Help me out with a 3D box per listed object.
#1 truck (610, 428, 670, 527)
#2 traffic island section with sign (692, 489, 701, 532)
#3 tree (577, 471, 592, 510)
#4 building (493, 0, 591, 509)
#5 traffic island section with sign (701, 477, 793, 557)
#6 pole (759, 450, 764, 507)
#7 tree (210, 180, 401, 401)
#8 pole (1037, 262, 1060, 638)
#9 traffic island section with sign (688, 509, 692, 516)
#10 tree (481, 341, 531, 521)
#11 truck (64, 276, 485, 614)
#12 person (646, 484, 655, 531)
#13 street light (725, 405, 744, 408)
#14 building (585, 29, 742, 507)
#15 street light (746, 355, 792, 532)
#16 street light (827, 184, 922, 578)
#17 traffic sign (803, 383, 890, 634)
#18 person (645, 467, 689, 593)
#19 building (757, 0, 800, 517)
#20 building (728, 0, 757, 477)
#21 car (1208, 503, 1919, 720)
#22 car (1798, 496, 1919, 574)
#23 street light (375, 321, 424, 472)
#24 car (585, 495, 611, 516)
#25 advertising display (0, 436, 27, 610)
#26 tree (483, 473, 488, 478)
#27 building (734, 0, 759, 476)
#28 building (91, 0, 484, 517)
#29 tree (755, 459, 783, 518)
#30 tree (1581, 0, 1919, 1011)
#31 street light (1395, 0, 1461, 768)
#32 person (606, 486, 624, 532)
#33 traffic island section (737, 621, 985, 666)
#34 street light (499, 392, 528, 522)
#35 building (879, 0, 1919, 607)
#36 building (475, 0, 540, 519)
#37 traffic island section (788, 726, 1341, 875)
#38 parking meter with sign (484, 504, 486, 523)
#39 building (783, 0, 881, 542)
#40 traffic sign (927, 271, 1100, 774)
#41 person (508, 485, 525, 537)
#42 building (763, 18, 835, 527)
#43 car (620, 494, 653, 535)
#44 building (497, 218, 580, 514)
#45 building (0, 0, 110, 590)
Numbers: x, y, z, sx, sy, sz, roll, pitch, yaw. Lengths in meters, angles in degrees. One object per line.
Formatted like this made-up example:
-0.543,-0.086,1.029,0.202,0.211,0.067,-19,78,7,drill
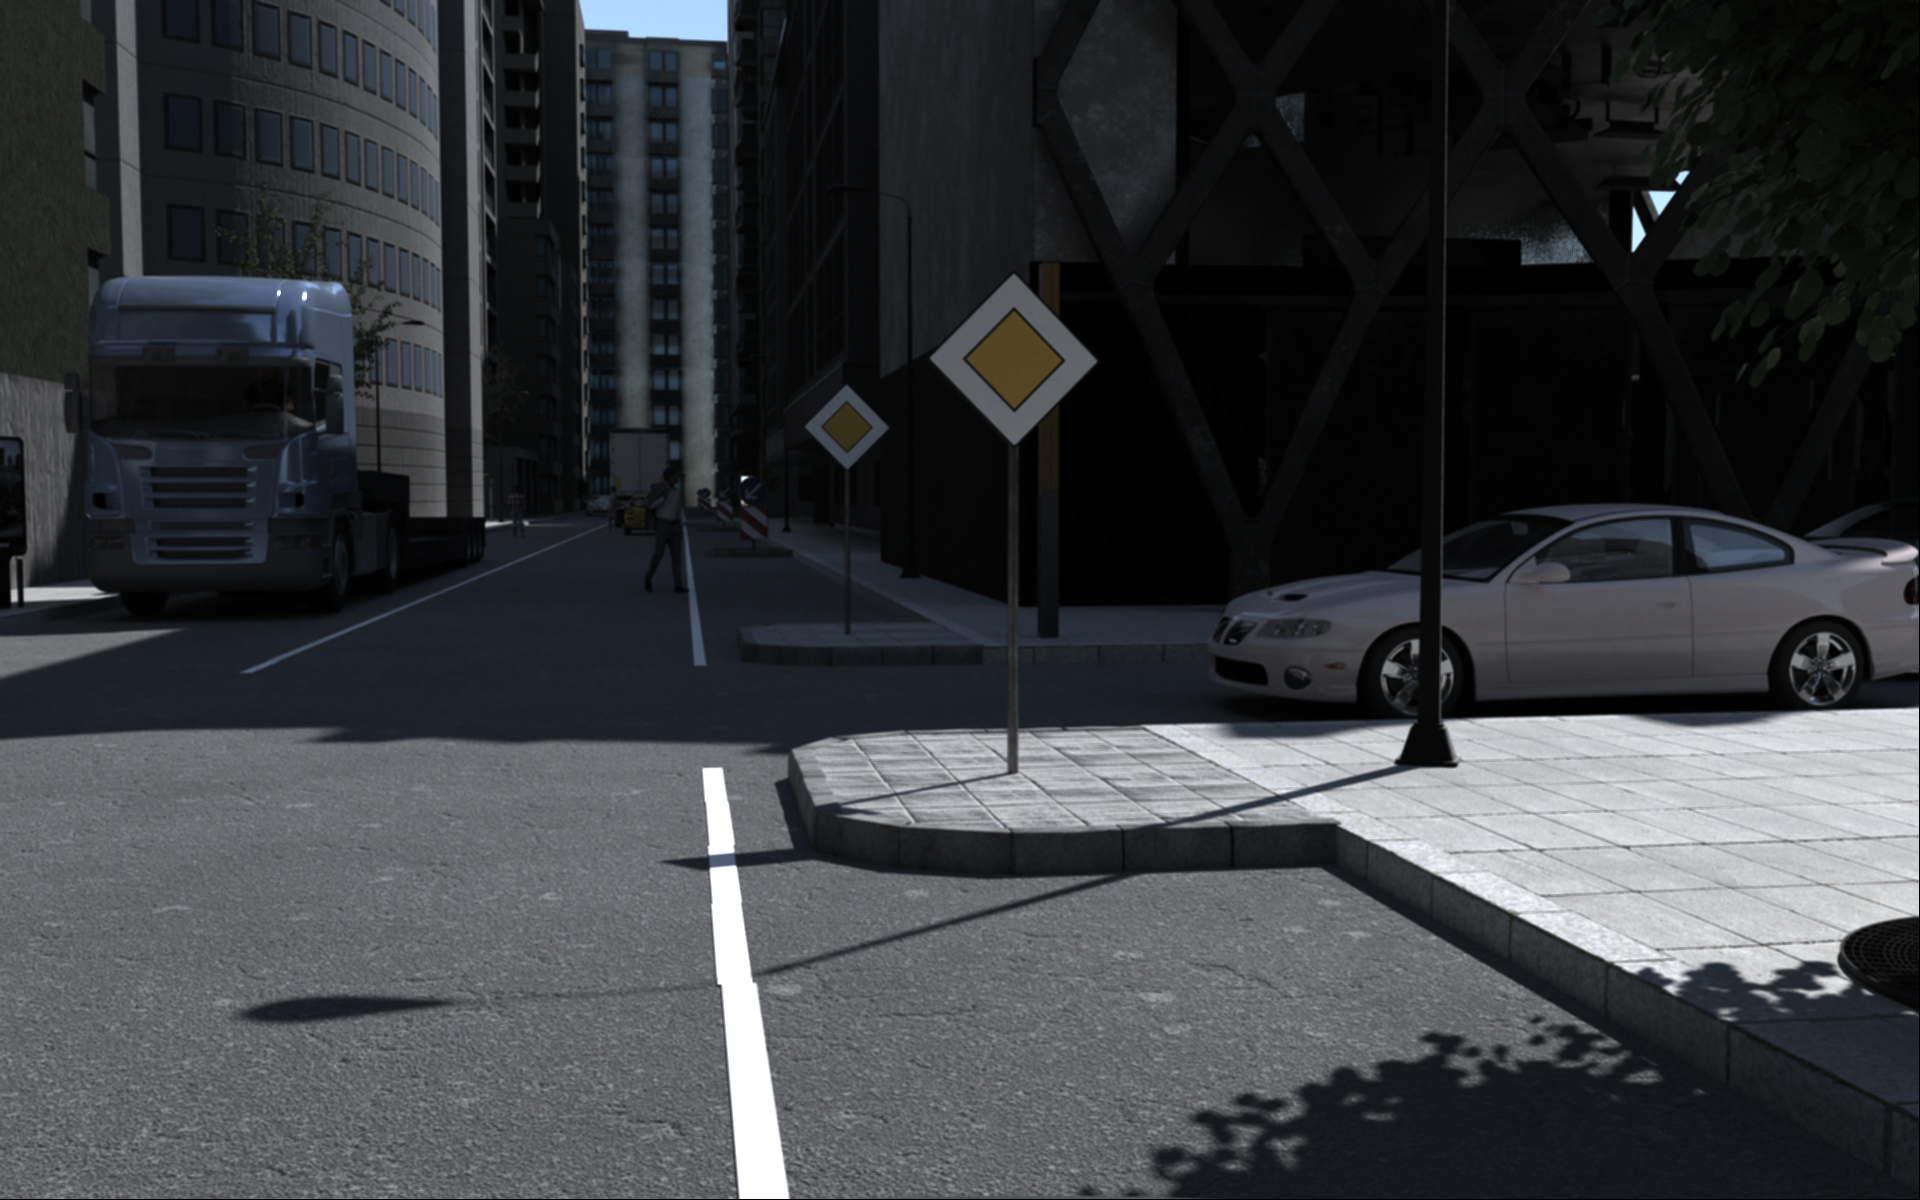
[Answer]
-14.433,-5.497,78.782,2.839,4.237,11.283,-1,4,-9,truck
-9.204,-3.556,66.775,1.989,1.847,2.006,-1,4,-9,traffic island section with sign
-30.839,-8.937,140.726,1.663,3.219,1.824,0,3,0,tree
-43.869,-32.279,151.456,21.600,48.544,21.300,-1,4,-9,building
-4.925,-1.929,40.160,1.989,1.847,2.006,-1,4,-9,traffic island section with sign
-9.159,-5.270,80.007,0.158,3.312,0.155,0,3,0,pole
-15.838,-5.584,41.658,4.737,8.622,4.395,0,3,0,tree
0.788,-1.319,15.406,0.158,3.312,0.155,0,3,0,pole
-17.192,-6.587,116.330,1.989,1.847,2.006,-1,4,-9,traffic island section with sign
-22.612,-8.080,82.475,4.360,8.622,3.978,0,3,0,tree
-9.830,-2.316,27.618,2.967,4.110,18.799,-1,4,-9,truck
-11.904,-3.563,66.769,0.660,1.820,0.620,0,4,3,person
-11.516,-7.195,90.177,1.470,5.913,1.316,-1,4,-9,street light
-37.482,-34.375,181.642,30.456,49.044,23.786,-1,4,-9,building
-6.379,-5.240,58.215,1.470,5.913,1.316,-1,4,-9,street light
-1.297,-3.285,26.244,1.470,5.913,1.316,-1,4,-9,street light
-1.030,-0.743,15.784,0.795,2.450,0.064,-1,4,-9,traffic sign
-4.314,-1.020,25.280,0.850,1.850,0.679,3,4,38,person
-4.961,-20.248,102.749,14.160,30.474,14.107,-1,4,-9,building
-6.538,-34.493,153.194,28.713,52.752,27.495,-1,4,-9,building
4.072,0.037,11.761,4.827,1.381,2.083,-1,4,-11,car
8.821,-0.151,14.264,4.920,1.459,2.131,-1,4,-11,car
-15.026,-4.518,46.410,1.470,5.913,1.316,-1,4,-9,street light
-23.884,-6.294,115.264,2.083,1.381,4.827,-1,4,-10,car
-10.704,-0.854,19.181,0.123,1.923,0.974,0,4,6,advertising display
-21.570,-4.941,75.383,1.663,3.219,1.824,0,3,0,tree
-4.763,-28.723,124.251,22.147,44.769,28.867,-1,4,-9,building
-28.556,-31.503,57.066,21.231,58.520,28.212,-1,4,-9,building
-10.420,-6.033,93.240,1.663,3.219,1.824,0,3,0,tree
3.139,-1.264,4.380,4.285,4.588,4.351,0,3,0,tree
1.707,-2.171,8.034,1.470,5.913,1.316,-1,4,-9,street light
-12.984,-3.412,65.040,0.466,1.731,0.760,3,5,42,person
-1.008,0.392,15.865,2.009,0.180,2.903,-1,4,-9,traffic island section
-20.248,-6.482,78.525,1.470,5.913,1.316,-1,4,-9,street light
8.069,-9.666,25.494,16.811,18.784,16.820,-1,4,-9,building
-34.565,-40.202,95.557,20.563,71.187,20.611,-1,4,-9,building
0.262,0.875,7.981,2.009,0.180,2.903,-1,4,-9,traffic island section
-22.064,-5.021,78.357,1.738,3.016,0.543,3,5,42,parking meter with sign
2.758,-15.621,48.918,14.314,27.812,24.014,-1,4,-9,building
0.240,-0.260,7.901,0.795,2.450,0.064,-1,4,-9,traffic sign
-14.728,-2.949,57.560,0.563,1.720,0.643,-1,4,-18,person
-0.748,-15.708,75.894,14.314,24.678,30.058,-1,4,-9,building
-11.093,-3.151,61.745,2.015,1.641,3.980,-1,4,-10,car
-41.672,-16.894,121.253,27.650,21.520,28.899,-1,4,-9,building
-19.251,-15.115,18.834,14.160,30.474,14.107,-1,4,-9,building
